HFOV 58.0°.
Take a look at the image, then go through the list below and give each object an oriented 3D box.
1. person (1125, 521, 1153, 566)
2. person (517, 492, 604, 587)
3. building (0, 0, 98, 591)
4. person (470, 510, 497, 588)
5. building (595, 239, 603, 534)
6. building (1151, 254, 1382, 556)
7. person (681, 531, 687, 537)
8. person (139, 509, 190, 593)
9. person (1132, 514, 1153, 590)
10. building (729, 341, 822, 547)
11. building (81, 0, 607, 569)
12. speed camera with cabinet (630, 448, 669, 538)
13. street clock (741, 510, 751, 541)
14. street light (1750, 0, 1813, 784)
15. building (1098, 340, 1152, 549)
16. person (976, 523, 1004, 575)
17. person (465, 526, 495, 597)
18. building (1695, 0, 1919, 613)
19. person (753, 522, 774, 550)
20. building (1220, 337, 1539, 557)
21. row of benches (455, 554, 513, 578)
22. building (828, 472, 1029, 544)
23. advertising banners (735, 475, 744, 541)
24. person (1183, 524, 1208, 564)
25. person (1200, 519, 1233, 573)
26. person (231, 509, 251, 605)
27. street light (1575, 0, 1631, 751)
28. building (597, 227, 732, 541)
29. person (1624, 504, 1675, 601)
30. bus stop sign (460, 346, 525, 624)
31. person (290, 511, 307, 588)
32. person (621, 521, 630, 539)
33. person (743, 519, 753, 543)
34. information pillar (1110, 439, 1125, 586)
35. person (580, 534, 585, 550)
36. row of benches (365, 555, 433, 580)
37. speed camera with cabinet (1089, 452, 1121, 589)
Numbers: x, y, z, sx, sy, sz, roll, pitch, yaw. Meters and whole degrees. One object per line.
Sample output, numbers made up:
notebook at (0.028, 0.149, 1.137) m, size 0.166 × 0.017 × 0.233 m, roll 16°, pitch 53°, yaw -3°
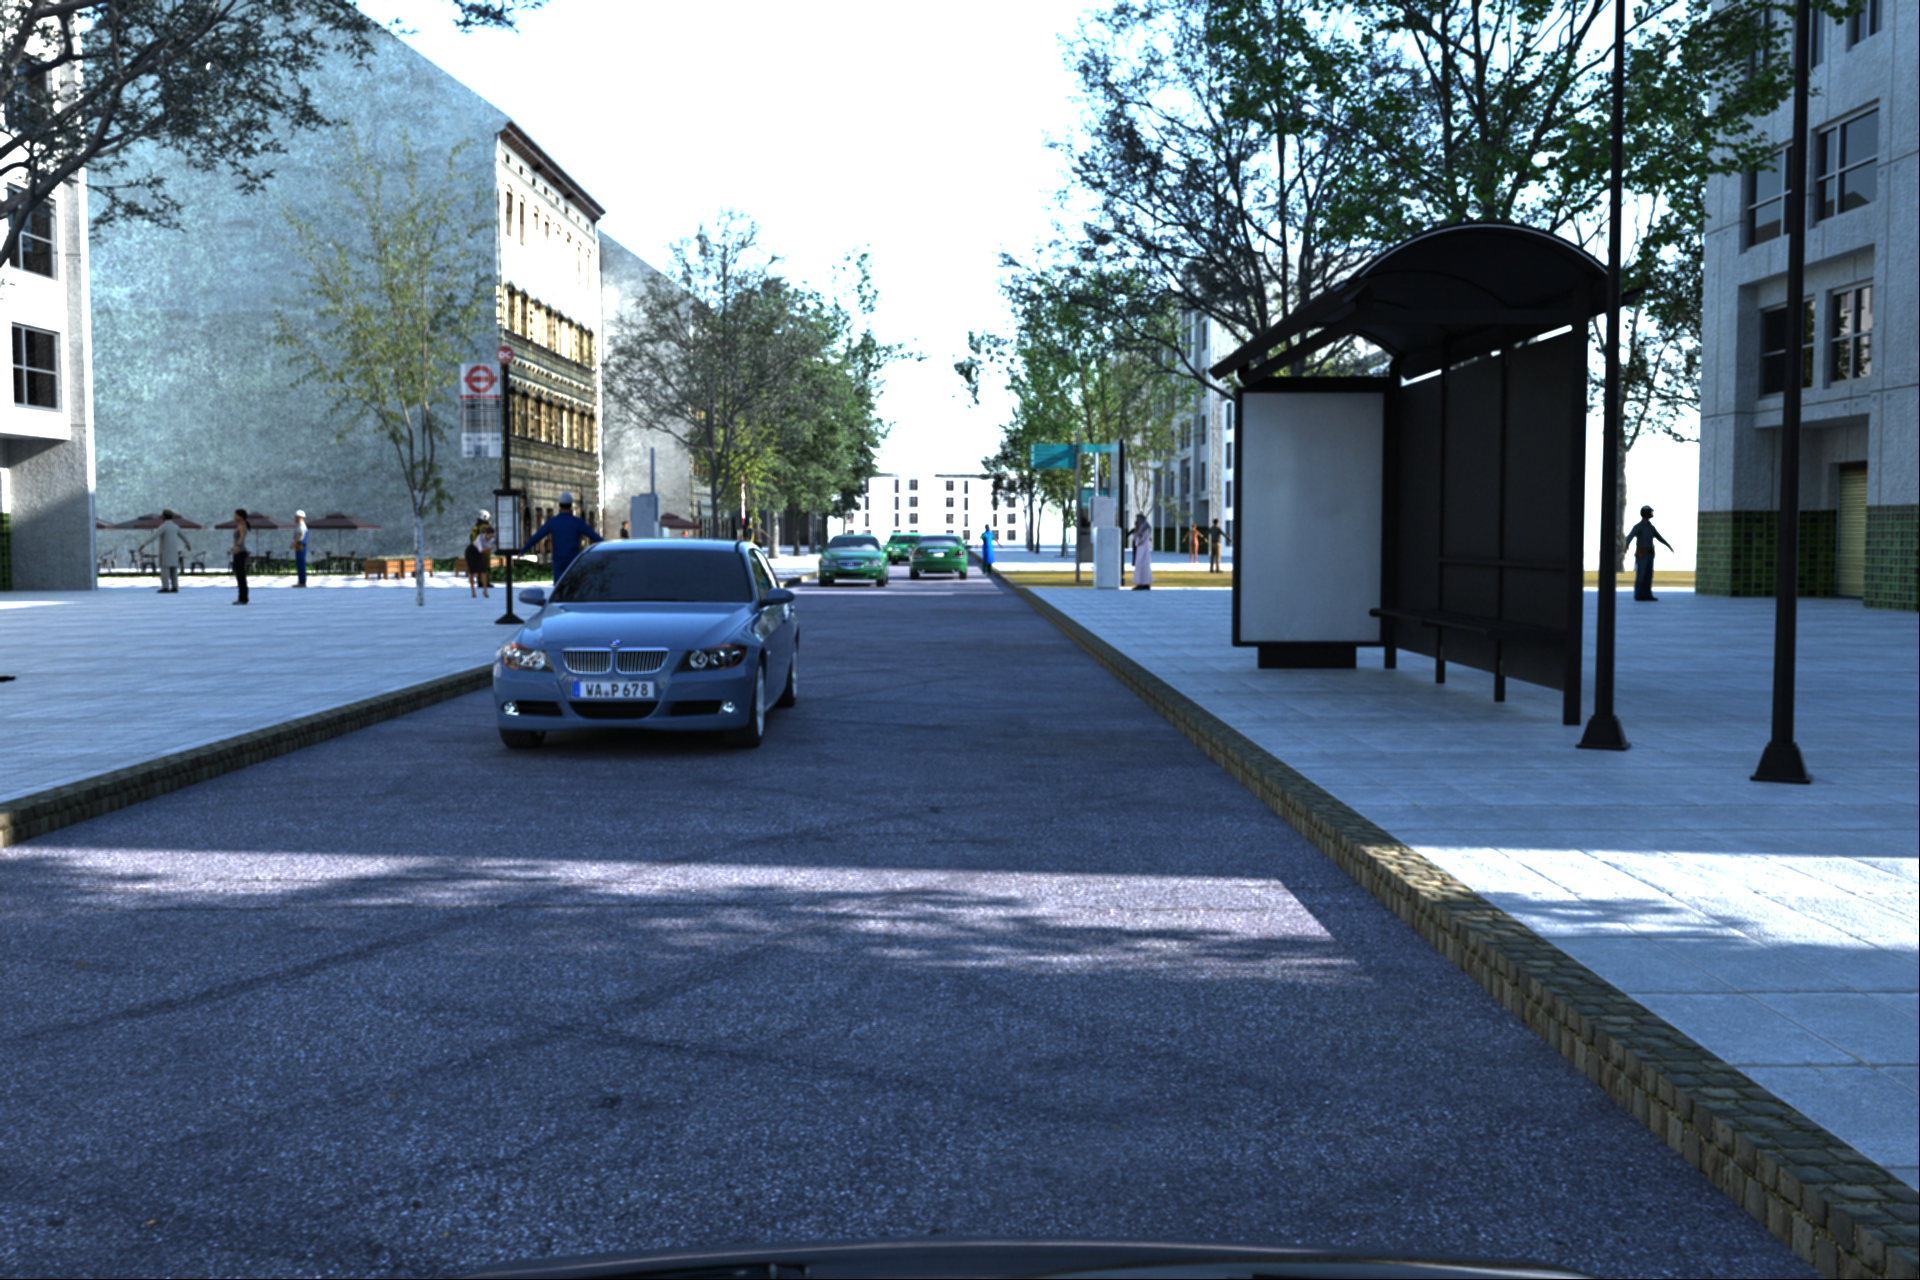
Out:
person at (7.053, -3.847, 69.087) m, size 1.347 × 1.806 × 0.705 m, roll -1°, pitch 4°, yaw -9°
person at (-5.274, -1.061, 23.228) m, size 1.347 × 1.842 × 0.705 m, roll 0°, pitch 4°, yaw -5°
building at (-27.828, -9.580, 23.090) m, size 16.747 × 18.905 × 31.486 m, roll 0°, pitch 4°, yaw -1°
person at (-11.439, -2.196, 41.680) m, size 1.354 × 1.858 × 0.705 m, roll 3°, pitch 5°, yaw 43°
building at (-27.644, -14.746, 97.521) m, size 16.016 × 20.090 × 11.380 m, roll 0°, pitch 4°, yaw -1°
building at (23.194, -15.387, 118.042) m, size 16.747 × 18.905 × 31.486 m, roll 0°, pitch 3°, yaw 0°
person at (-11.479, -3.884, 72.773) m, size 0.599 × 1.433 × 0.991 m, roll -1°, pitch 4°, yaw -18°
person at (-17.370, -1.949, 37.960) m, size 0.704 × 1.819 × 1.344 m, roll 2°, pitch 4°, yaw 24°
person at (4.165, -2.023, 39.789) m, size 0.621 × 1.740 × 0.551 m, roll -1°, pitch 4°, yaw -19°
building at (-29.826, -21.029, 187.793) m, size 27.936 × 21.610 × 32.646 m, roll 0°, pitch 4°, yaw -1°
building at (-26.130, -14.743, 71.985) m, size 19.493 × 23.208 × 18.063 m, roll 0°, pitch 4°, yaw -1°
speed camera with cabinet at (-7.237, -2.819, 40.419) m, size 0.660 × 3.252 × 2.038 m, roll 0°, pitch 4°, yaw -1°
street clock at (-6.527, -2.945, 52.713) m, size 0.358 × 2.002 × 0.471 m, roll 0°, pitch 4°, yaw 1°
street light at (4.834, -2.222, 8.867) m, size 1.470 × 5.913 × 1.316 m, roll 0°, pitch 4°, yaw 0°
building at (22.902, -18.297, 165.606) m, size 16.747 × 18.905 × 31.486 m, roll 0°, pitch 4°, yaw 0°
person at (0.999, -3.218, 61.194) m, size 0.704 × 1.817 × 1.347 m, roll 3°, pitch 5°, yaw 45°
person at (-9.635, -1.572, 34.938) m, size 0.799 × 1.438 × 0.628 m, roll 1°, pitch 4°, yaw 9°
building at (24.031, -9.419, 20.465) m, size 16.747 × 18.905 × 31.486 m, roll 0°, pitch 4°, yaw 0°
person at (-8.621, -4.136, 73.760) m, size 1.348 × 1.813 × 0.705 m, roll 0°, pitch 4°, yaw 5°
building at (19.879, -8.903, 87.718) m, size 9.099 × 9.664 × 28.070 m, roll 0°, pitch 4°, yaw 0°
row of benches at (-14.500, -2.282, 52.777) m, size 1.422 × 0.672 × 4.104 m, roll 0°, pitch 4°, yaw 1°
building at (-4.149, -17.828, 236.098) m, size 28.070 × 9.664 × 9.099 m, roll -1°, pitch 4°, yaw -9°
advertising banners at (-6.403, -3.322, 50.508) m, size 0.090 × 3.025 × 2.074 m, roll 0°, pitch 4°, yaw -1°
person at (10.148, -4.163, 74.874) m, size 1.217 × 1.733 × 0.721 m, roll 3°, pitch 4°, yaw 37°
person at (8.493, -3.131, 57.459) m, size 1.348 × 1.796 × 0.705 m, roll 3°, pitch 5°, yaw 42°
person at (-13.197, -1.514, 31.570) m, size 0.721 × 1.737 × 1.217 m, roll -2°, pitch 4°, yaw -24°
street light at (4.411, -2.305, 10.236) m, size 1.470 × 5.913 × 1.316 m, roll 0°, pitch 4°, yaw -1°
building at (-26.481, -17.691, 120.172) m, size 19.493 × 23.208 × 18.063 m, roll 0°, pitch 4°, yaw 0°
person at (13.182, -1.677, 33.260) m, size 1.345 × 1.849 × 0.704 m, roll -2°, pitch 4°, yaw -28°
bus stop sign at (-6.670, -2.201, 24.694) m, size 0.855 × 3.939 × 0.416 m, roll 0°, pitch 4°, yaw 1°
person at (-15.909, -2.192, 41.695) m, size 0.705 × 1.847 × 1.347 m, roll -1°, pitch 4°, yaw -12°
person at (-14.147, -4.118, 73.259) m, size 0.705 × 1.837 × 1.347 m, roll 0°, pitch 4°, yaw 4°
person at (-7.091, -3.162, 57.664) m, size 0.705 × 1.833 × 1.349 m, roll -1°, pitch 4°, yaw -18°
information pillar at (3.945, -3.187, 43.429) m, size 0.184 × 3.620 × 1.656 m, roll 0°, pitch 4°, yaw -2°
person at (-12.457, -3.064, 56.227) m, size 0.704 × 1.812 × 1.346 m, roll -3°, pitch 4°, yaw -37°
row of benches at (-16.216, -2.116, 50.063) m, size 1.422 × 0.672 × 4.104 m, roll 0°, pitch 4°, yaw 1°
speed camera with cabinet at (3.477, -2.877, 41.369) m, size 0.660 × 3.252 × 2.038 m, roll 0°, pitch 3°, yaw 0°
